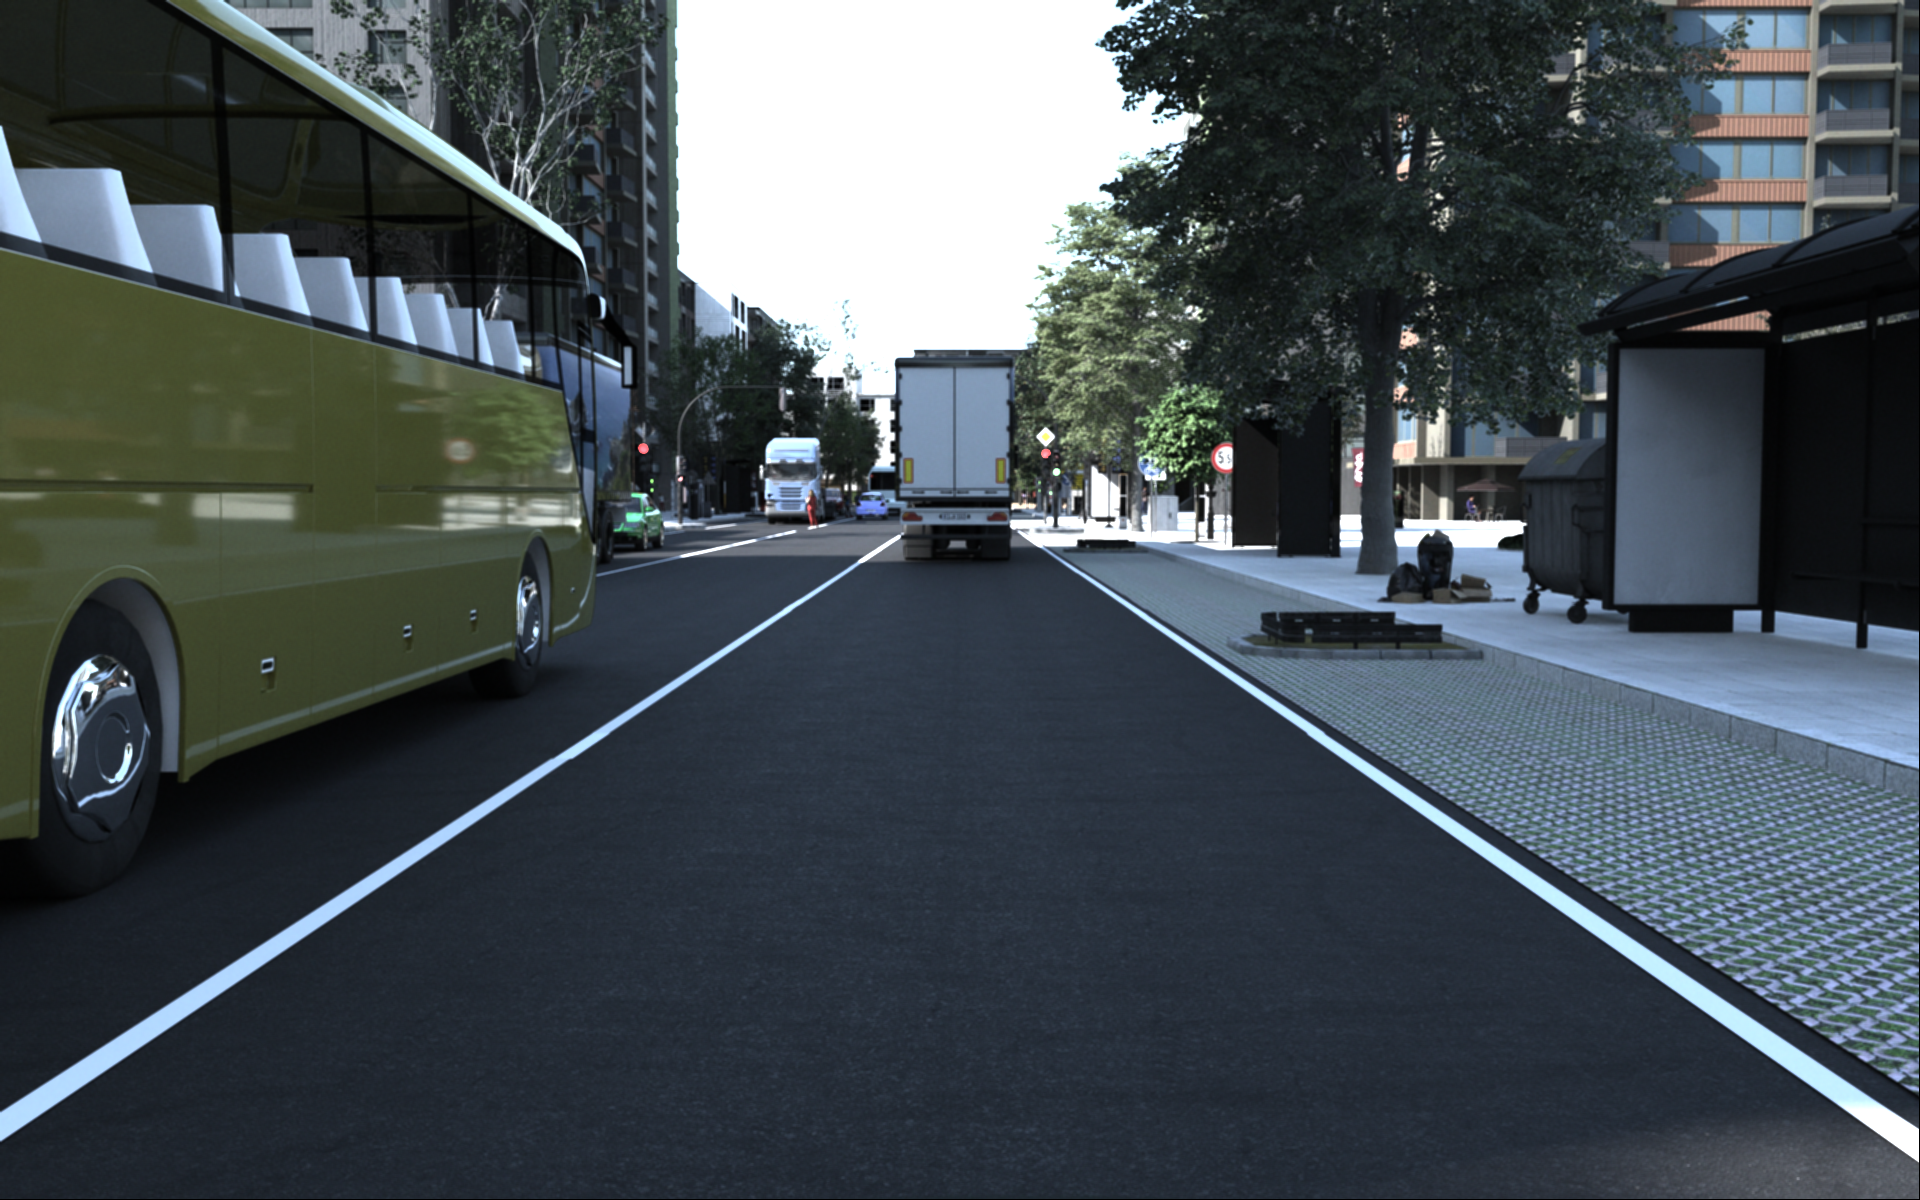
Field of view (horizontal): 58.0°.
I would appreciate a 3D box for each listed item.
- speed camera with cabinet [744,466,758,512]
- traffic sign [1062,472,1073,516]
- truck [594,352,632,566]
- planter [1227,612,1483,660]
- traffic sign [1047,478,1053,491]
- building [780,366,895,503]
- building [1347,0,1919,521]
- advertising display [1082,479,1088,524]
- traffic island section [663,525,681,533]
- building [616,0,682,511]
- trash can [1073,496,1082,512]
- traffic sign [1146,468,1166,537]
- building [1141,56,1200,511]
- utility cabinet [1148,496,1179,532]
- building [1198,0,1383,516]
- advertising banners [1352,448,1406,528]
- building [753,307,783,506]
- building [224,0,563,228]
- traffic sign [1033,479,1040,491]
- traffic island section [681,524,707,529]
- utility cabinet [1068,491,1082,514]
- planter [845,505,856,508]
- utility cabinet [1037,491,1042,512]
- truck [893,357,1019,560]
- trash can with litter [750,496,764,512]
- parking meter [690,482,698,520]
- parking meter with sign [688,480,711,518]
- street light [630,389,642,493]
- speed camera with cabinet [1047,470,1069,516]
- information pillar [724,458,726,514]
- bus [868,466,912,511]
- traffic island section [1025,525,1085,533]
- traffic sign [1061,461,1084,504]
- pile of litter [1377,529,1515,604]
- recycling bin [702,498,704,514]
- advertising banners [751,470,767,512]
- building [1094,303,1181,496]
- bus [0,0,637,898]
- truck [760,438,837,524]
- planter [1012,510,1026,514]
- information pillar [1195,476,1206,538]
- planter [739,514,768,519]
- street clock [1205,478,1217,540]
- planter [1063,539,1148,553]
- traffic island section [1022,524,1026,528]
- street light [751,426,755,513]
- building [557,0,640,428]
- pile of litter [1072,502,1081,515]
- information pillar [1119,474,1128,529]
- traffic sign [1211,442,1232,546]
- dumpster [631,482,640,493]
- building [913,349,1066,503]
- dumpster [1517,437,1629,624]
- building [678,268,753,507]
[{"bbox_3d":[-15.117,-7.876,123.107,0.660,3.252,2.038,1,4,22],"label":"speed camera with cabinet"},{"bbox_3d":[6.263,-6.187,101.264,0.768,2.556,0.104,0,4,2],"label":"traffic sign"},{"bbox_3d":[-8.355,-2.659,32.389,2.839,4.237,11.283,0,4,-1],"label":"truck"},{"bbox_3d":[3.494,0.323,15.853,1.991,0.319,1.994,0,3,0],"label":"planter"},{"bbox_3d":[7.326,-8.790,143.728,0.884,2.594,0.081,0,4,2],"label":"traffic sign"},{"bbox_3d":[-22.767,-23.354,248.289,31.486,18.905,16.747,0,3,0],"label":"building"},{"bbox_3d":[35.681,-26.652,90.392,28.867,44.769,22.147,0,3,0],"label":"building"},{"bbox_3d":[5.321,-4.178,73.531,0.123,1.923,0.974,1,4,12],"label":"advertising display"},{"bbox_3d":[-11.847,-2.624,65.186,2.009,0.180,2.903,0,3,0],"label":"traffic island section"},{"bbox_3d":[-29.177,-27.314,130.175,14.154,41.232,14.086,0,3,0],"label":"building"},{"bbox_3d":[7.472,-5.940,108.771,0.748,1.137,0.748,0,3,0],"label":"trash can"},{"bbox_3d":[5.855,-3.041,51.842,0.606,2.300,0.079,0,4,1],"label":"traffic sign"},{"bbox_3d":[30.399,-27.147,135.732,32.217,40.220,23.993,0,3,0],"label":"building"},{"bbox_3d":[6.939,-2.930,59.070,1.020,1.237,0.306,-1,4,-21],"label":"utility cabinet"},{"bbox_3d":[21.826,-26.002,108.731,14.154,41.232,14.086,0,3,0],"label":"building"},{"bbox_3d":[15.756,-4.221,65.207,2.074,3.025,0.090,2,4,26],"label":"advertising banners"},{"bbox_3d":[-38.055,-21.942,202.725,32.646,21.610,27.936,0,3,0],"label":"building"},{"bbox_3d":[-28.530,-19.284,86.996,14.160,30.474,14.107,0,3,0],"label":"building"},{"bbox_3d":[5.798,-7.825,128.042,0.768,2.556,0.104,0,4,0],"label":"traffic sign"},{"bbox_3d":[-11.830,-3.113,73.171,2.009,0.180,2.903,0,3,0],"label":"traffic island section"},{"bbox_3d":[7.470,-6.228,110.507,1.173,1.500,0.318,1,4,9],"label":"utility cabinet"},{"bbox_3d":[-11.287,-9.441,175.492,1.991,0.319,1.994,0,3,0],"label":"planter"},{"bbox_3d":[5.530,-6.841,120.533,0.318,1.500,1.173,0,4,7],"label":"utility cabinet"},{"bbox_3d":[0.017,-3.182,40.935,2.839,4.237,11.283,0,4,1],"label":"truck"},{"bbox_3d":[-14.174,-6.733,121.145,2.233,1.210,1.678,0,4,2],"label":"trash can with litter"},{"bbox_3d":[-13.326,-4.959,86.790,0.255,1.863,0.399,2,4,24],"label":"parking meter"},{"bbox_3d":[-14.147,-5.887,92.515,1.738,3.016,0.543,1,4,15],"label":"parking meter with sign"},{"bbox_3d":[-13.820,-6.153,73.396,0.468,5.910,1.993,0,3,0],"label":"street light"},{"bbox_3d":[5.804,-6.645,102.974,0.660,3.252,2.038,-2,4,-25],"label":"speed camera with cabinet"},{"bbox_3d":[-15.345,-7.441,113.010,0.183,3.616,0.504,0,4,-8],"label":"information pillar"},{"bbox_3d":[-4.557,-7.713,120.971,2.948,3.499,13.247,0,4,2],"label":"bus"},{"bbox_3d":[3.614,-2.622,65.148,2.009,0.180,2.903,0,3,0],"label":"traffic island section"},{"bbox_3d":[7.020,-6.956,107.605,2.265,3.308,0.079,0,4,1],"label":"traffic sign"},{"bbox_3d":[5.830,-0.412,20.705,1.719,0.858,1.176,0,4,4],"label":"pile of litter"},{"bbox_3d":[-15.608,-5.504,102.542,0.722,1.027,0.722,1,4,14],"label":"recycling bin"},{"bbox_3d":[-14.339,-7.975,126.577,2.074,3.025,0.090,0,4,6],"label":"advertising banners"},{"bbox_3d":[21.853,-18.498,168.897,16.747,18.905,31.486,0,3,0],"label":"building"},{"bbox_3d":[-4.249,-1.065,8.967,2.896,3.916,12.252,0,4,0],"label":"bus"},{"bbox_3d":[-8.074,-6.105,89.577,2.967,4.110,18.799,0,4,-1],"label":"truck"},{"bbox_3d":[3.732,-6.381,125.476,1.991,0.319,1.994,0,3,0],"label":"planter"},{"bbox_3d":[7.054,-2.831,50.783,0.304,2.012,0.304,0,4,2],"label":"information pillar"},{"bbox_3d":[-11.457,-4.740,98.638,1.991,0.319,1.994,0,3,0],"label":"planter"},{"bbox_3d":[7.041,-2.694,48.616,0.358,2.002,0.471,1,4,13],"label":"street clock"},{"bbox_3d":[3.562,-1.325,42.796,1.991,0.319,1.994,0,3,0],"label":"planter"},{"bbox_3d":[3.631,-3.110,73.133,2.009,0.180,2.903,0,3,0],"label":"traffic island section"},{"bbox_3d":[-13.752,-8.697,114.989,0.468,5.910,1.993,0,3,0],"label":"street light"},{"bbox_3d":[-32.626,-27.740,108.178,22.147,44.769,28.867,0,3,0],"label":"building"},{"bbox_3d":[7.226,-5.600,105.523,1.719,0.858,1.176,-1,4,-18],"label":"pile of litter"},{"bbox_3d":[5.990,-3.609,63.507,0.304,2.012,0.304,0,4,8],"label":"information pillar"},{"bbox_3d":[6.582,-2.614,42.847,0.768,2.556,0.104,0,4,3],"label":"traffic sign"},{"bbox_3d":[-15.133,-4.404,77.763,1.264,1.857,1.865,0,4,0],"label":"dumpster"},{"bbox_3d":[9.671,-25.083,254.077,32.646,21.610,27.936,0,3,0],"label":"building"},{"bbox_3d":[6.620,-0.735,17.782,1.264,1.857,1.865,0,3,0],"label":"dumpster"},{"bbox_3d":[-35.958,-19.617,164.706,27.936,21.610,32.646,0,3,0],"label":"building"}]
